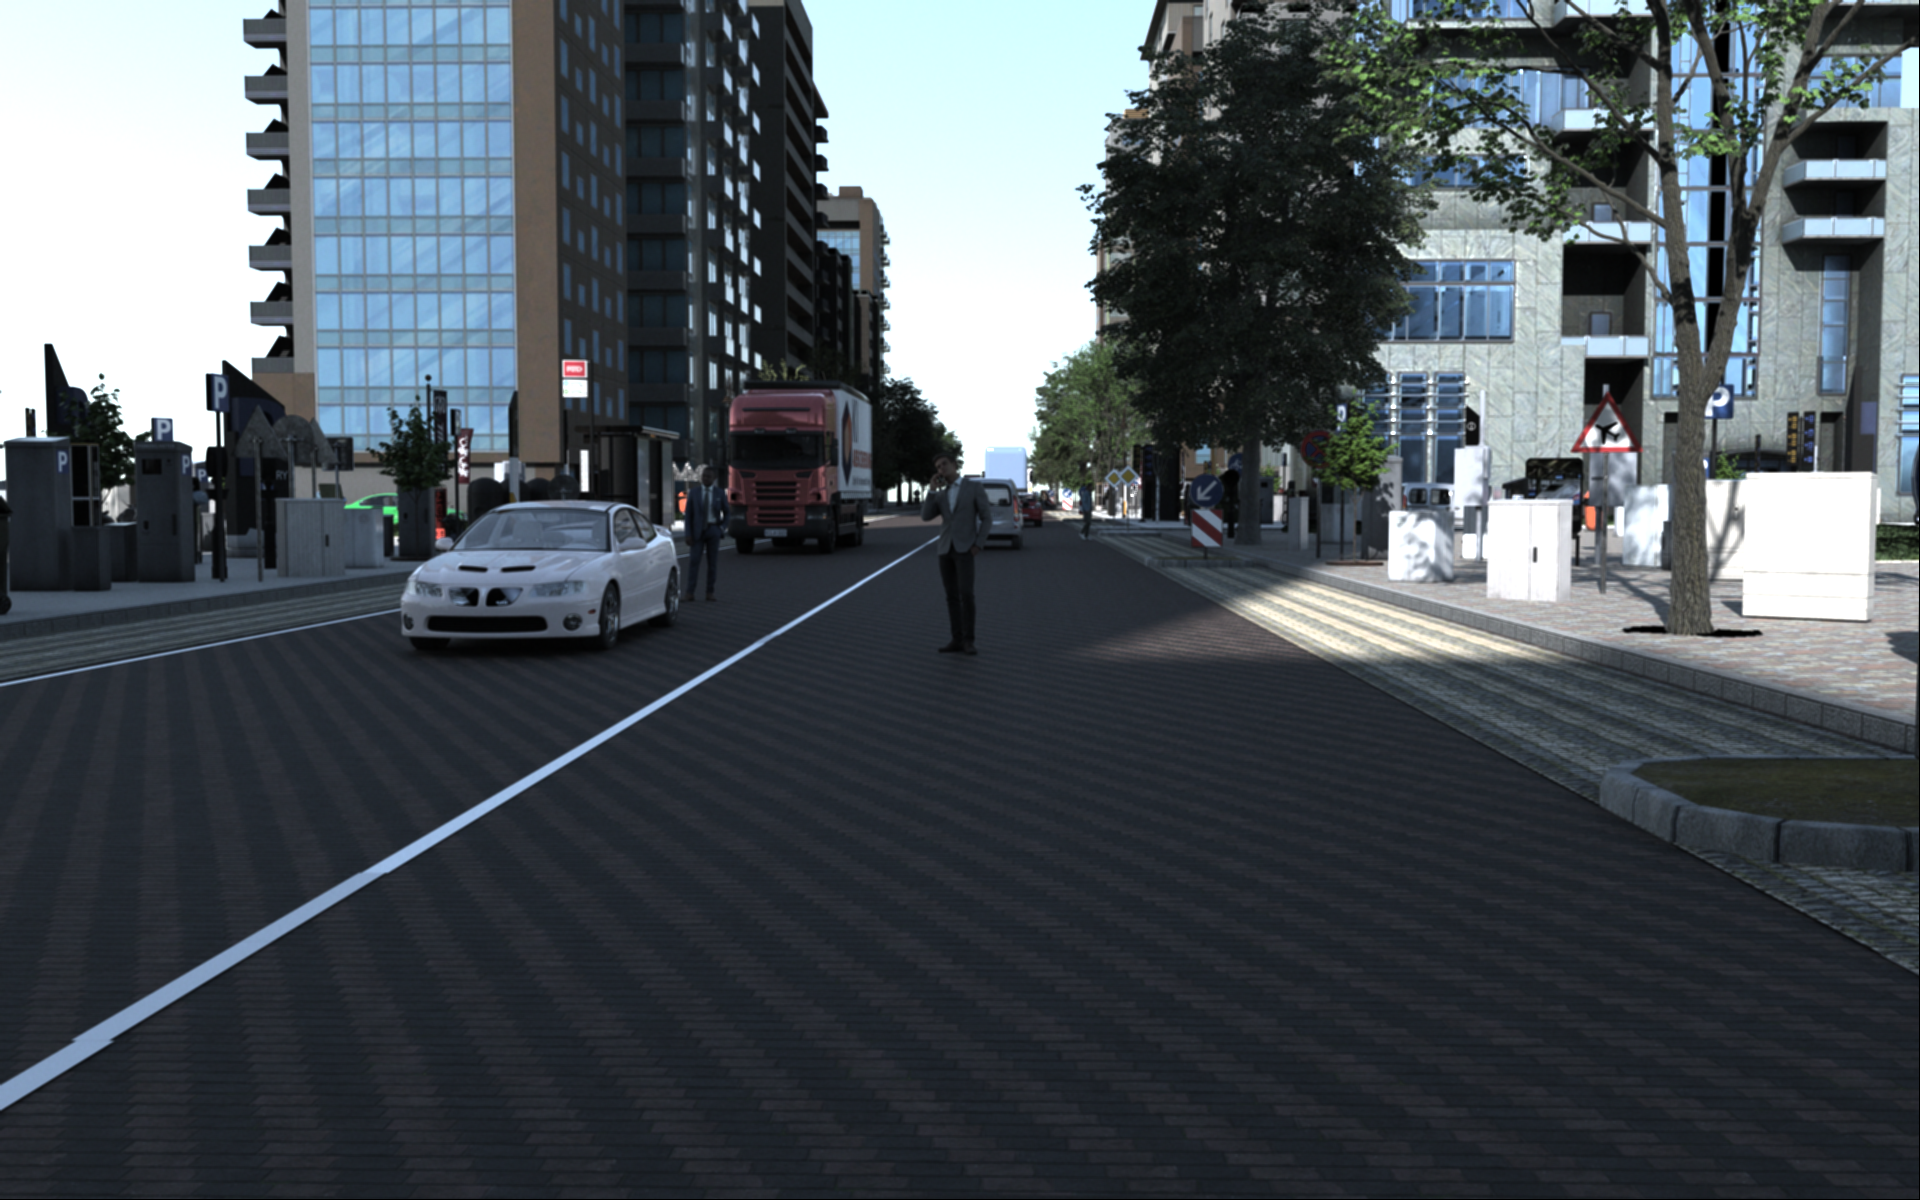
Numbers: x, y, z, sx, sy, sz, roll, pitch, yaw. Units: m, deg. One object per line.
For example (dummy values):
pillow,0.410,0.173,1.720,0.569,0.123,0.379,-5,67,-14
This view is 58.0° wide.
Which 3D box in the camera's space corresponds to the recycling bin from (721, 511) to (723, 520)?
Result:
recycling bin,-10.019,-3.669,72.543,0.722,1.027,0.722,2,4,29

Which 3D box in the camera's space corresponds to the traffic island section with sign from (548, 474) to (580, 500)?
traffic island section with sign,-7.932,-1.571,34.322,1.989,1.847,2.006,0,4,2

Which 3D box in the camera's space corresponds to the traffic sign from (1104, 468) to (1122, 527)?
traffic sign,5.958,-3.874,66.987,0.795,2.450,0.064,0,4,2

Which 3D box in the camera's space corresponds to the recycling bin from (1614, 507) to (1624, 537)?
recycling bin,19.943,-2.392,51.669,0.722,1.027,0.722,1,4,12

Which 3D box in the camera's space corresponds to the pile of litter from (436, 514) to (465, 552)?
pile of litter,-11.294,-1.508,38.615,1.719,0.858,1.176,0,4,-1

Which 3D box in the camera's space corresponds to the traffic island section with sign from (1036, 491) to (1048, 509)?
traffic island section with sign,8.537,-9.632,166.104,1.989,1.847,2.006,0,4,2

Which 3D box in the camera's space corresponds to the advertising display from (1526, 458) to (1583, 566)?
advertising display,10.627,-1.578,31.017,0.974,1.923,0.123,1,4,21

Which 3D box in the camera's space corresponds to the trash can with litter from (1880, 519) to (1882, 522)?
trash can with litter,37.699,-3.689,71.697,1.055,1.170,0.624,3,4,36

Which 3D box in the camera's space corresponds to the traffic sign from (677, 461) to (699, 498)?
traffic sign,-10.712,-4.167,68.127,0.884,2.594,0.081,0,4,7

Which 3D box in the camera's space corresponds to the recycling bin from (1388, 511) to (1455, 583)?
recycling bin,6.760,-0.785,25.383,0.722,1.027,0.722,3,5,41

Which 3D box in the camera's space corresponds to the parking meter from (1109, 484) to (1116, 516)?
parking meter,8.866,-5.812,100.731,0.255,1.863,0.399,3,5,44

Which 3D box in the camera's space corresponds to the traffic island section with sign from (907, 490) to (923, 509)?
traffic island section with sign,-4.072,-9.649,166.384,1.989,1.847,2.006,0,4,2

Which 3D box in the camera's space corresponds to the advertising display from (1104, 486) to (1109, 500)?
advertising display,12.168,-8.366,141.994,0.123,1.923,0.974,-2,4,-34

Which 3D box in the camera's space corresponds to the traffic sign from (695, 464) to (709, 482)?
traffic sign,-11.010,-4.538,74.304,0.768,2.556,0.104,0,4,8

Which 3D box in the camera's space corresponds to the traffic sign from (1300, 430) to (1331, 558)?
traffic sign,7.182,-2.112,34.641,0.768,2.556,0.104,1,4,11

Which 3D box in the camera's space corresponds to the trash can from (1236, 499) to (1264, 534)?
trash can,7.913,-2.182,47.328,0.748,1.137,0.748,0,3,0

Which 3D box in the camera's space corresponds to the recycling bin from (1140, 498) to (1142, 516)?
recycling bin,11.064,-5.475,102.069,0.722,1.027,0.722,-2,4,-25

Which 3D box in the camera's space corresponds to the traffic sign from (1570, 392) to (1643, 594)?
traffic sign,8.255,-1.355,22.160,0.884,2.594,0.081,1,4,9

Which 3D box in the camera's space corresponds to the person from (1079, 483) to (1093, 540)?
person,3.953,-2.759,53.951,0.444,1.785,0.601,2,4,34

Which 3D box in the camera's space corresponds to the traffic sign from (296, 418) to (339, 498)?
traffic sign,-10.985,-1.802,29.471,0.884,2.594,0.081,1,4,10

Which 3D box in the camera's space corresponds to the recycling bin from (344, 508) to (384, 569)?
recycling bin,-10.477,-1.077,30.162,0.722,1.027,0.722,0,4,-6

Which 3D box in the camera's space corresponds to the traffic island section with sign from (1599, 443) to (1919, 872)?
traffic island section with sign,3.919,0.072,7.453,1.989,1.847,2.006,0,4,2

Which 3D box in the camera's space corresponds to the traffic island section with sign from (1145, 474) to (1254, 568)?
traffic island section with sign,4.703,-1.576,34.397,1.989,1.847,2.006,0,4,2

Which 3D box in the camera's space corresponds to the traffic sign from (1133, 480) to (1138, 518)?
traffic sign,9.463,-5.680,92.977,0.768,2.556,0.104,0,4,6

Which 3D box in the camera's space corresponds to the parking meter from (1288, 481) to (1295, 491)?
parking meter,14.469,-4.276,75.630,0.255,1.863,0.399,1,4,19

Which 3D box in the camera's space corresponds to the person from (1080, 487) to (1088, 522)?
person,6.354,-4.812,87.269,0.391,1.810,0.635,2,4,34

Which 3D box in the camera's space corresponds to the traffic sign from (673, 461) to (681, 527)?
traffic sign,-11.304,-4.184,68.409,0.884,2.594,0.081,0,4,5

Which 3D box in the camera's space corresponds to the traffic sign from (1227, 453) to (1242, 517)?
traffic sign,8.634,-3.266,53.499,0.768,2.556,0.104,0,4,3

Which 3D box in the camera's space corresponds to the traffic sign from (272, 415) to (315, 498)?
traffic sign,-10.769,-1.702,27.936,0.768,2.556,0.104,0,4,5

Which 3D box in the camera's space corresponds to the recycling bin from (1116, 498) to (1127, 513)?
recycling bin,11.081,-6.475,118.414,0.722,1.027,0.722,-1,4,-10

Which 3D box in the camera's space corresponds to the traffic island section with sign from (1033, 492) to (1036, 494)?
traffic island section with sign,9.332,-11.280,193.047,1.989,1.847,2.006,0,4,2

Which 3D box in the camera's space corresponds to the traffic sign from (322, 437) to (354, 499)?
traffic sign,-11.206,-1.778,31.195,0.606,2.300,0.079,0,4,8

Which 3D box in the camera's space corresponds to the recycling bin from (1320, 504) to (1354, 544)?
recycling bin,9.831,-1.997,45.201,0.722,1.027,0.722,-1,4,-22

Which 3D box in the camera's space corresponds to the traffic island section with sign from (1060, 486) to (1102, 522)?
traffic island section with sign,6.292,-4.928,89.204,1.989,1.847,2.006,0,4,2

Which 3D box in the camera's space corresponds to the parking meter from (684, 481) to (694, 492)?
parking meter,-12.172,-4.415,77.891,0.399,1.863,0.255,-2,4,-30

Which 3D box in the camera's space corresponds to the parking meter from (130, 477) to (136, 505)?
parking meter,-21.786,-2.436,45.546,0.255,1.863,0.399,-2,4,-28

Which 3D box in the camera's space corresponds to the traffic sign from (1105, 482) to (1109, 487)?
traffic sign,11.921,-8.416,137.608,0.884,2.594,0.081,1,4,10

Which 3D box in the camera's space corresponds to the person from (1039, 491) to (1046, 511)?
person,7.105,-8.518,148.493,0.721,1.735,1.217,-2,4,-24

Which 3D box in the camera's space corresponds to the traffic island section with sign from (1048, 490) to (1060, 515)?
traffic island section with sign,7.111,-6.623,116.907,1.989,1.847,2.006,0,4,2

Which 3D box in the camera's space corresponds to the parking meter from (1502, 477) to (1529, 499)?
parking meter,8.116,-1.035,25.341,0.372,1.533,0.369,0,3,0

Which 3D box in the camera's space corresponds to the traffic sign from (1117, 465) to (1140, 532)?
traffic sign,5.725,-3.386,59.005,0.795,2.450,0.064,0,4,2

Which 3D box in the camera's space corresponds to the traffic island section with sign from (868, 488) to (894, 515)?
traffic island section with sign,-5.510,-6.639,117.175,1.989,1.847,2.006,0,4,2

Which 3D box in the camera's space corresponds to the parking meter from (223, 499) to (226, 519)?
parking meter,-38.059,-5.130,89.590,0.255,1.863,0.399,3,4,38

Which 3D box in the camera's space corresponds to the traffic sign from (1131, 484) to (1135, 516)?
traffic sign,9.905,-6.090,99.685,0.768,2.556,0.104,0,4,6

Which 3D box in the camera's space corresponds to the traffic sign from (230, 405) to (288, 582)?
traffic sign,-10.245,-1.547,25.294,0.884,2.594,0.081,0,4,7
